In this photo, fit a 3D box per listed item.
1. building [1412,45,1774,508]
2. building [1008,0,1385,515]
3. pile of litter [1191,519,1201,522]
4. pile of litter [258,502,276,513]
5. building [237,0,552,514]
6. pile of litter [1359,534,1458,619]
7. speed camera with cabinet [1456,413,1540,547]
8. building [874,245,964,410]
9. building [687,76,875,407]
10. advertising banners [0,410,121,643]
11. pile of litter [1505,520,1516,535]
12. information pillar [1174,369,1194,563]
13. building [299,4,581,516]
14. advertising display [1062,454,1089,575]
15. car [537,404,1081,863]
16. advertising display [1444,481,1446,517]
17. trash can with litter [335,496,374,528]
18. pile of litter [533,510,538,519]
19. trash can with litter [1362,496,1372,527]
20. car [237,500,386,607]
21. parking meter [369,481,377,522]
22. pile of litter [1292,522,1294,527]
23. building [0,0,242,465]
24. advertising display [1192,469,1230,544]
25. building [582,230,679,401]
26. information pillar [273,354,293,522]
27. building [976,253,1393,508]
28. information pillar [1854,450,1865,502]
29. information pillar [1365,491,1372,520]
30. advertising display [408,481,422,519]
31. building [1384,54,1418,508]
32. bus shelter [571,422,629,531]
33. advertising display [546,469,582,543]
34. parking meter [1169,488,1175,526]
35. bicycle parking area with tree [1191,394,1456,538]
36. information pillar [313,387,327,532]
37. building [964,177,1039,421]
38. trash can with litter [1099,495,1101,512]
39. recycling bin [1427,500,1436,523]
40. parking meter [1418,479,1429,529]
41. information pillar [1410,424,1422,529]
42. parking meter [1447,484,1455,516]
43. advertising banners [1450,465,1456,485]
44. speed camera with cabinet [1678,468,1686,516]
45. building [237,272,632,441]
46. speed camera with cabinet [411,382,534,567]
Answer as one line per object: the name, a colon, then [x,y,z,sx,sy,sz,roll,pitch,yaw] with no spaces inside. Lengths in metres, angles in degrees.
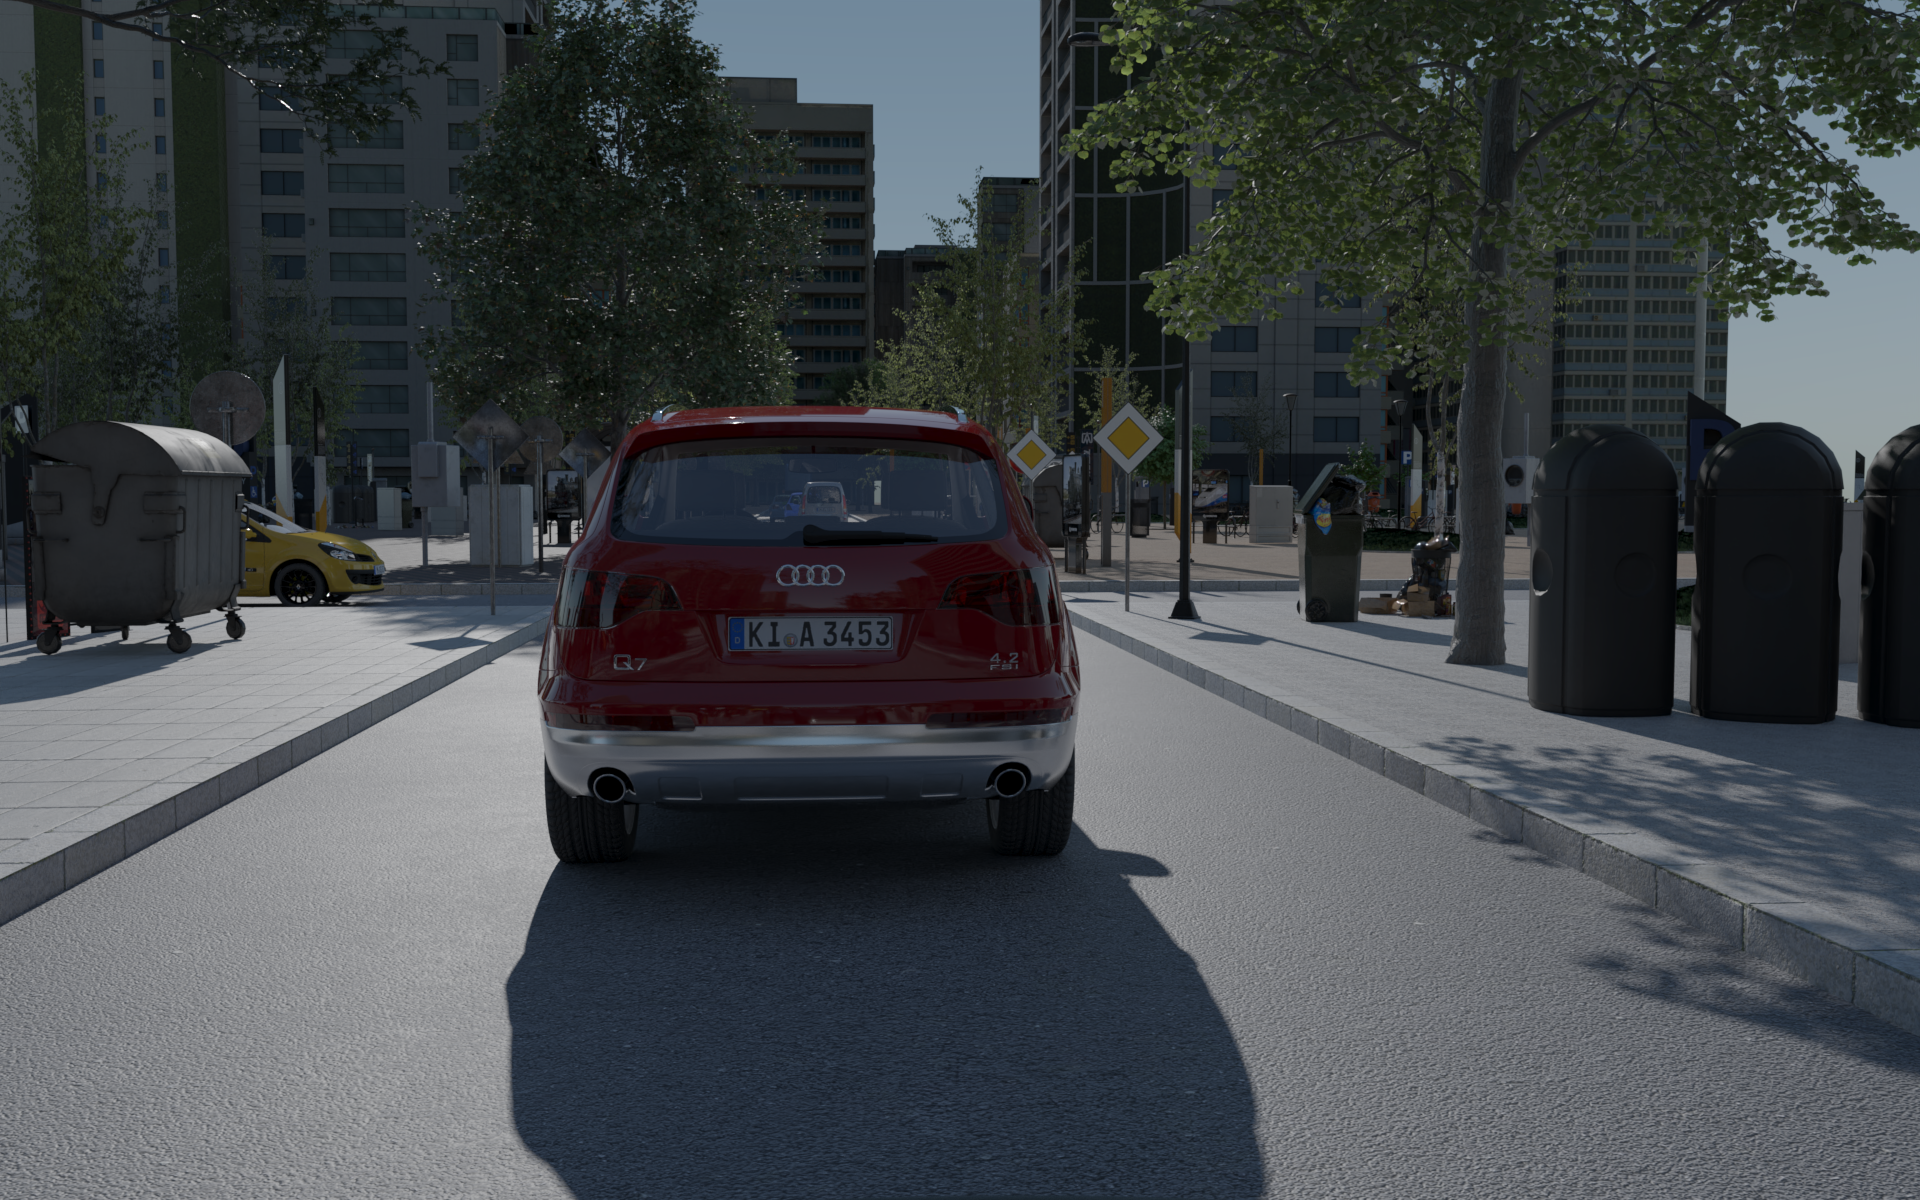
building: [53.090,-28.401,156.242,23.993,40.220,32.217,0,4,-5]
building: [14.525,-41.262,112.886,20.563,71.187,20.611,0,4,-5]
pile of litter: [10.425,-3.971,78.895,1.176,0.858,1.719,0,4,8]
pile of litter: [-36.722,-4.743,91.507,1.176,0.858,1.719,2,4,34]
building: [-37.409,-41.842,122.373,20.563,71.187,20.611,0,4,-5]
pile of litter: [4.844,-0.280,18.548,1.176,0.858,1.719,0,4,1]
speed camera with cabinet: [13.267,-2.964,42.798,0.660,3.252,2.038,-3,4,-37]
building: [-3.011,-26.421,203.679,14.107,30.474,14.160,0,4,-5]
building: [-21.164,-35.582,205.470,21.600,48.544,21.300,0,4,-5]
advertising banners: [-8.109,-1.173,15.370,0.090,3.025,2.074,1,4,14]
pile of litter: [16.762,-2.493,54.719,1.719,0.858,1.176,0,4,0]
information pillar: [4.185,-2.510,32.386,0.183,3.616,0.504,3,5,39]
building: [-31.366,-20.493,106.766,14.160,30.474,14.107,0,4,-5]
advertising display: [1.862,-1.392,27.971,0.123,1.923,0.974,-1,4,-16]
car: [-0.701,0.021,8.329,2.281,1.827,5.304,0,4,-5]
advertising display: [23.756,-4.906,85.421,0.123,1.923,0.974,2,4,32]
trash can with litter: [-23.031,-3.331,65.521,1.678,1.210,2.233,1,4,11]
pile of litter: [-21.940,-4.496,87.475,1.719,0.858,1.176,-2,4,-24]
trash can with litter: [13.824,-3.086,61.507,2.233,1.210,1.678,1,4,20]
car: [-9.456,-0.731,22.180,3.980,1.641,2.015,0,4,-5]
parking meter: [-27.268,-4.573,80.481,0.255,1.863,0.399,-2,4,-27]
pile of litter: [10.759,-2.727,58.550,1.176,0.858,1.719,3,4,38]
building: [-72.918,-37.156,149.497,28.212,58.520,21.231,0,4,-5]
advertising display: [6.486,-2.427,44.889,0.974,1.923,0.123,1,4,18]
building: [-44.340,-31.619,208.857,23.993,40.220,32.217,0,4,-5]
information pillar: [-11.453,-2.322,29.318,0.183,3.616,0.504,-3,5,-43]
building: [16.513,-18.028,139.803,27.650,21.520,28.899,0,4,-5]
information pillar: [47.210,-6.090,90.930,0.504,3.616,0.183,3,5,41]
information pillar: [19.935,-4.901,84.621,0.304,2.012,0.304,1,4,21]
advertising display: [-27.671,-5.084,88.333,0.123,1.923,0.974,3,5,41]
building: [29.960,-32.717,158.626,21.600,48.544,21.300,0,4,-5]
bus shelter: [-10.104,-3.504,51.208,2.014,3.302,5.546,0,4,-5]
advertising display: [-10.324,-2.442,45.141,0.974,1.923,0.123,1,4,18]
parking meter: [8.696,-3.787,70.329,0.372,1.533,0.369,0,3,0]
bicycle parking area with tree: [11.519,-3.922,51.120,8.231,4.147,9.016,-2,4,-26]
information pillar: [-14.054,-2.855,38.032,0.183,3.616,0.504,0,4,-1]
building: [8.352,-23.792,160.692,14.160,30.474,14.107,0,4,-5]
trash can with litter: [7.145,-4.773,89.103,1.678,1.210,2.233,0,4,-1]
recycling bin: [20.595,-3.903,76.368,0.722,1.027,0.722,-2,4,-24]
parking meter: [17.178,-3.586,64.345,0.399,1.863,0.255,3,5,41]
information pillar: [15.302,-4.083,58.104,0.504,3.616,0.183,-3,5,-39]
parking meter: [28.758,-5.861,101.530,0.399,1.863,0.255,3,4,37]
advertising banners: [28.903,-6.555,103.359,2.074,3.025,0.090,-2,4,-34]
speed camera with cabinet: [42.227,-6.425,99.377,0.660,3.252,2.038,-2,4,-26]
building: [-43.173,-18.672,150.321,28.899,21.520,27.650,0,4,-5]
speed camera with cabinet: [-8.657,-2.227,30.754,2.038,3.252,0.660,1,4,9]
